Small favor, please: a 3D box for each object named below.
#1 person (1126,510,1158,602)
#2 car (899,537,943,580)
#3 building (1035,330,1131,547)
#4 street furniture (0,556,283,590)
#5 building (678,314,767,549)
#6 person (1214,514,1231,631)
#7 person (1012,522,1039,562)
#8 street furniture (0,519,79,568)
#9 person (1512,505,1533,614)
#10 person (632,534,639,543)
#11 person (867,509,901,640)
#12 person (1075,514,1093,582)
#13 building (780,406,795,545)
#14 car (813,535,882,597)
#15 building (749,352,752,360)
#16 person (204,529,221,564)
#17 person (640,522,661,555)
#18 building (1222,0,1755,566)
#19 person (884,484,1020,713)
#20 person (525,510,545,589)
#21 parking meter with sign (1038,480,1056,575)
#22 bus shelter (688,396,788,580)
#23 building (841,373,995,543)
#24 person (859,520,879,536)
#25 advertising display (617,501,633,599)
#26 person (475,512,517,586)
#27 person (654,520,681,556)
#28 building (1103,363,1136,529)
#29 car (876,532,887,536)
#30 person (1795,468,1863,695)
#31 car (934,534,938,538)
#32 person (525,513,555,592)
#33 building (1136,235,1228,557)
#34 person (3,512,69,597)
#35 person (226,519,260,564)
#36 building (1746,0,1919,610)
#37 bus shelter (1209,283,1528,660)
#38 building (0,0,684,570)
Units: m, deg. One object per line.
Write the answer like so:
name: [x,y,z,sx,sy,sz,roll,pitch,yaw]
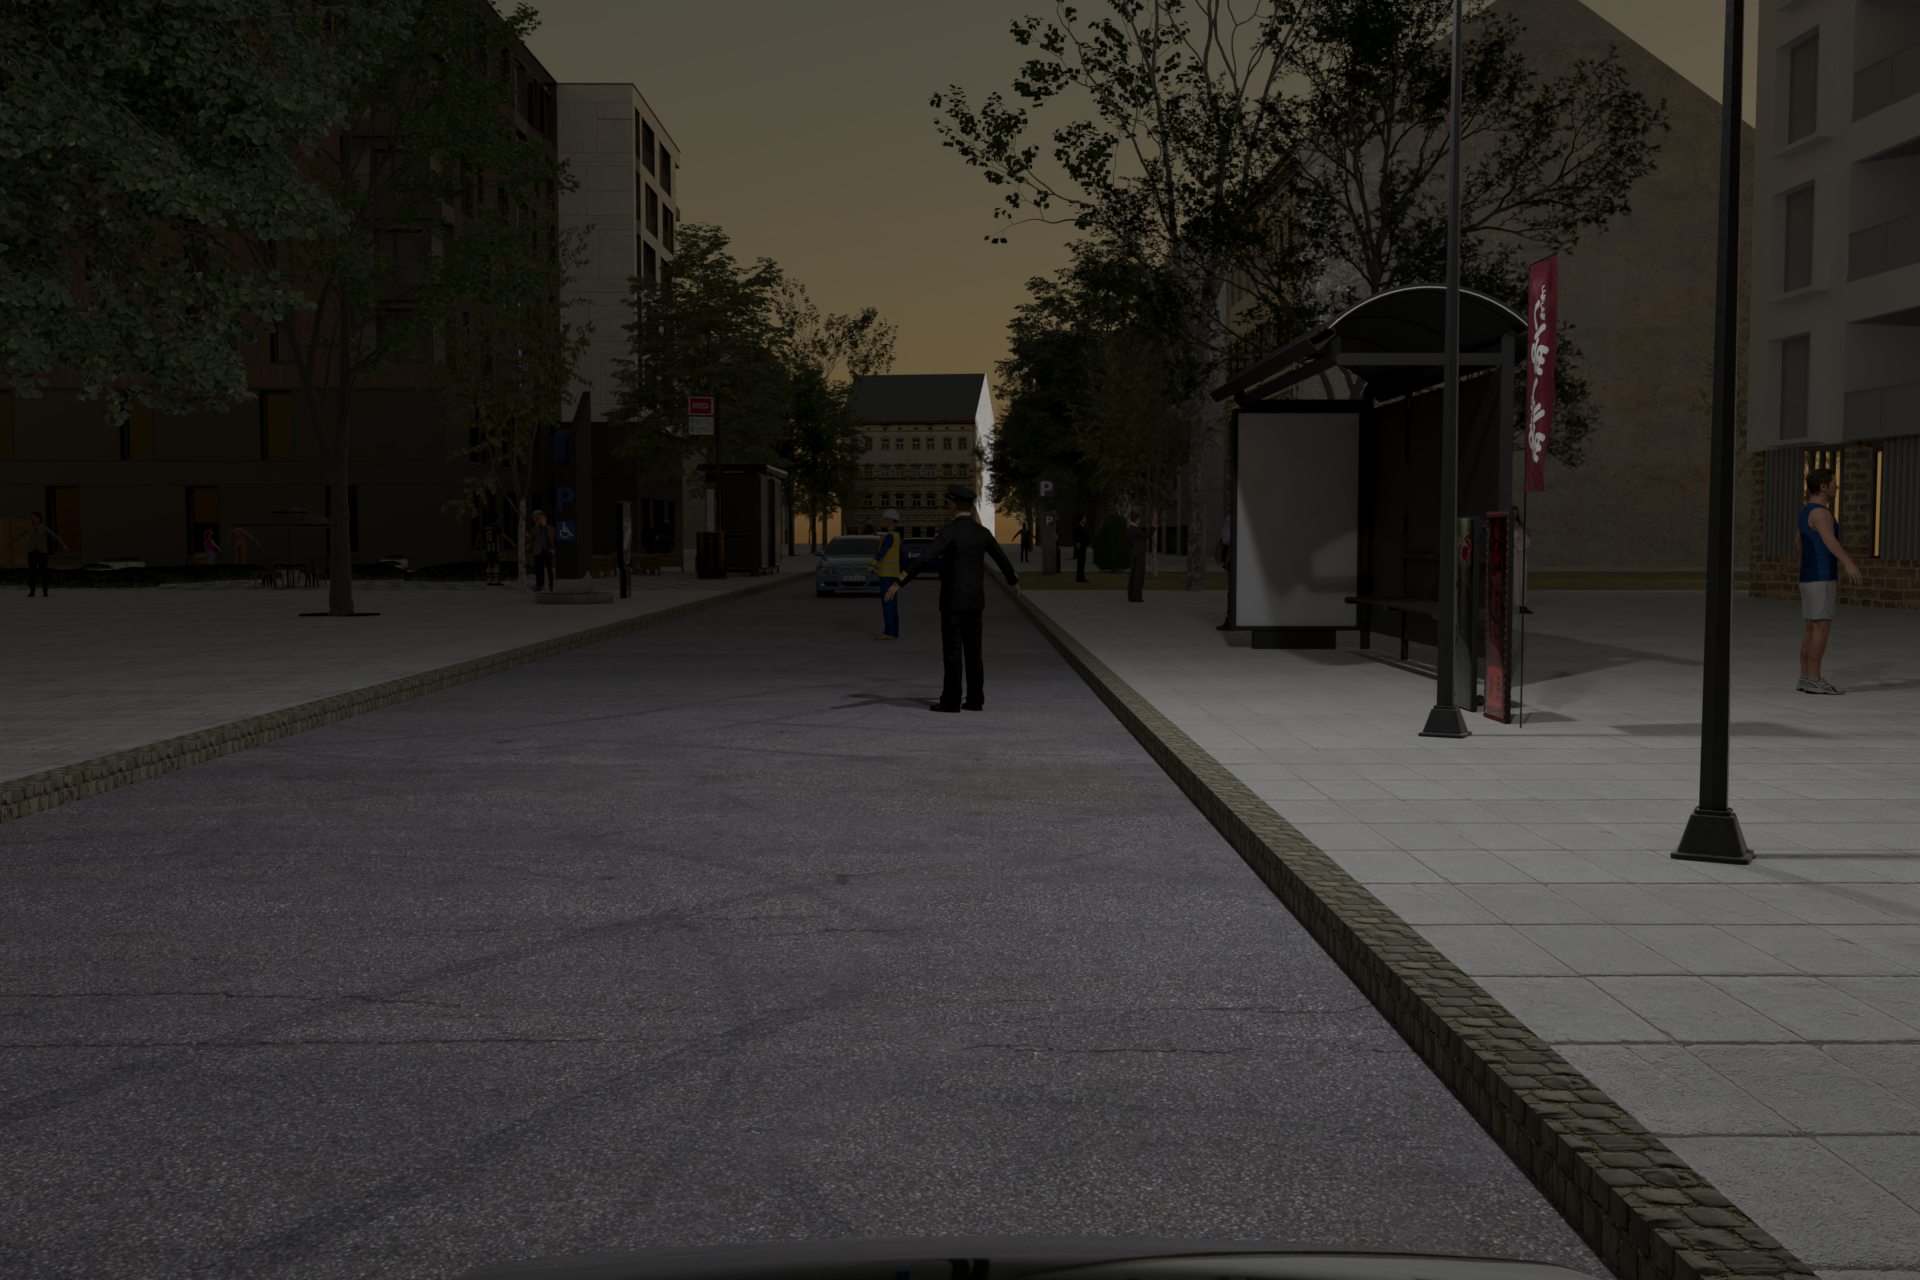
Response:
person: [3.449,-1.576,32.610,0.742,1.727,0.445,2,4,32]
car: [-1.284,-2.646,55.845,1.945,1.354,3.894,0,4,-1]
building: [22.098,-21.169,190.085,27.936,21.610,32.646,0,4,0]
street furniture: [-21.443,-1.773,44.615,5.734,0.657,10.072,0,4,3]
building: [-28.096,-20.242,161.885,19.493,23.208,18.063,0,4,-1]
person: [3.713,-1.046,23.017,0.709,1.838,0.599,-1,4,-10]
person: [2.959,-4.467,79.168,1.348,1.813,0.705,2,4,25]
street furniture: [-31.503,-2.689,50.814,9.812,1.723,11.010,0,4,-3]
person: [8.905,-1.297,27.918,0.551,1.740,0.621,-2,4,-23]
person: [-13.480,-3.930,70.216,0.705,1.833,1.349,2,4,23]
person: [-1.035,-0.891,23.488,0.721,1.772,1.216,1,4,13]
person: [3.262,-2.445,46.168,0.705,1.806,1.347,1,4,19]
building: [-29.979,-21.078,211.089,16.747,18.905,31.486,0,4,0]
car: [-2.402,-1.757,40.731,2.014,1.417,4.499,0,4,-1]
building: [-25.694,-19.425,174.024,16.016,20.090,11.380,0,4,0]
person: [-21.741,-2.515,50.379,0.991,1.433,0.599,3,5,44]
person: [-13.171,-4.136,73.756,1.346,1.812,0.704,2,4,35]
building: [22.510,-15.065,77.249,19.493,23.208,18.063,0,4,0]
person: [-0.004,-0.343,13.999,1.347,1.837,0.705,-3,4,-37]
person: [-9.915,-2.128,40.650,0.705,1.847,1.347,0,4,1]
parking meter with sign: [2.798,-3.606,55.218,0.543,3.016,1.738,0,4,-1]
bus shelter: [-6.807,-4.614,53.074,2.179,5.291,8.768,0,4,0]
building: [-5.457,-24.659,236.564,18.063,23.208,19.493,1,4,9]
person: [-2.736,-2.692,52.247,1.354,1.858,0.705,-1,4,-15]
advertising display: [-6.692,-1.797,34.599,0.123,1.923,0.974,0,4,0]
person: [-11.572,-2.254,43.002,1.345,1.843,0.704,2,4,28]
person: [-11.822,-3.914,69.775,0.705,1.856,1.354,3,5,43]
building: [23.244,-20.400,164.475,19.493,23.208,18.063,0,4,-1]
car: [-3.011,-3.362,64.566,1.945,1.707,3.694,0,3,0]
person: [6.944,-0.476,13.950,0.704,1.807,1.345,1,4,11]
car: [-1.103,-6.917,121.893,1.959,1.807,4.718,0,4,0]
person: [-9.281,-1.947,38.407,0.617,1.759,0.750,0,4,4]
building: [21.334,-14.916,110.334,16.747,18.905,31.486,0,4,-1]
person: [-18.840,-1.747,35.330,1.215,1.744,0.721,-1,4,-15]
person: [-21.322,-2.731,51.463,1.217,1.733,0.721,1,4,19]
building: [20.921,-10.770,32.513,16.016,20.090,11.380,0,4,0]
bus shelter: [3.798,-1.397,16.762,2.014,3.302,5.546,0,3,0]
building: [-28.700,-14.227,76.587,27.936,21.610,32.646,0,4,-1]
